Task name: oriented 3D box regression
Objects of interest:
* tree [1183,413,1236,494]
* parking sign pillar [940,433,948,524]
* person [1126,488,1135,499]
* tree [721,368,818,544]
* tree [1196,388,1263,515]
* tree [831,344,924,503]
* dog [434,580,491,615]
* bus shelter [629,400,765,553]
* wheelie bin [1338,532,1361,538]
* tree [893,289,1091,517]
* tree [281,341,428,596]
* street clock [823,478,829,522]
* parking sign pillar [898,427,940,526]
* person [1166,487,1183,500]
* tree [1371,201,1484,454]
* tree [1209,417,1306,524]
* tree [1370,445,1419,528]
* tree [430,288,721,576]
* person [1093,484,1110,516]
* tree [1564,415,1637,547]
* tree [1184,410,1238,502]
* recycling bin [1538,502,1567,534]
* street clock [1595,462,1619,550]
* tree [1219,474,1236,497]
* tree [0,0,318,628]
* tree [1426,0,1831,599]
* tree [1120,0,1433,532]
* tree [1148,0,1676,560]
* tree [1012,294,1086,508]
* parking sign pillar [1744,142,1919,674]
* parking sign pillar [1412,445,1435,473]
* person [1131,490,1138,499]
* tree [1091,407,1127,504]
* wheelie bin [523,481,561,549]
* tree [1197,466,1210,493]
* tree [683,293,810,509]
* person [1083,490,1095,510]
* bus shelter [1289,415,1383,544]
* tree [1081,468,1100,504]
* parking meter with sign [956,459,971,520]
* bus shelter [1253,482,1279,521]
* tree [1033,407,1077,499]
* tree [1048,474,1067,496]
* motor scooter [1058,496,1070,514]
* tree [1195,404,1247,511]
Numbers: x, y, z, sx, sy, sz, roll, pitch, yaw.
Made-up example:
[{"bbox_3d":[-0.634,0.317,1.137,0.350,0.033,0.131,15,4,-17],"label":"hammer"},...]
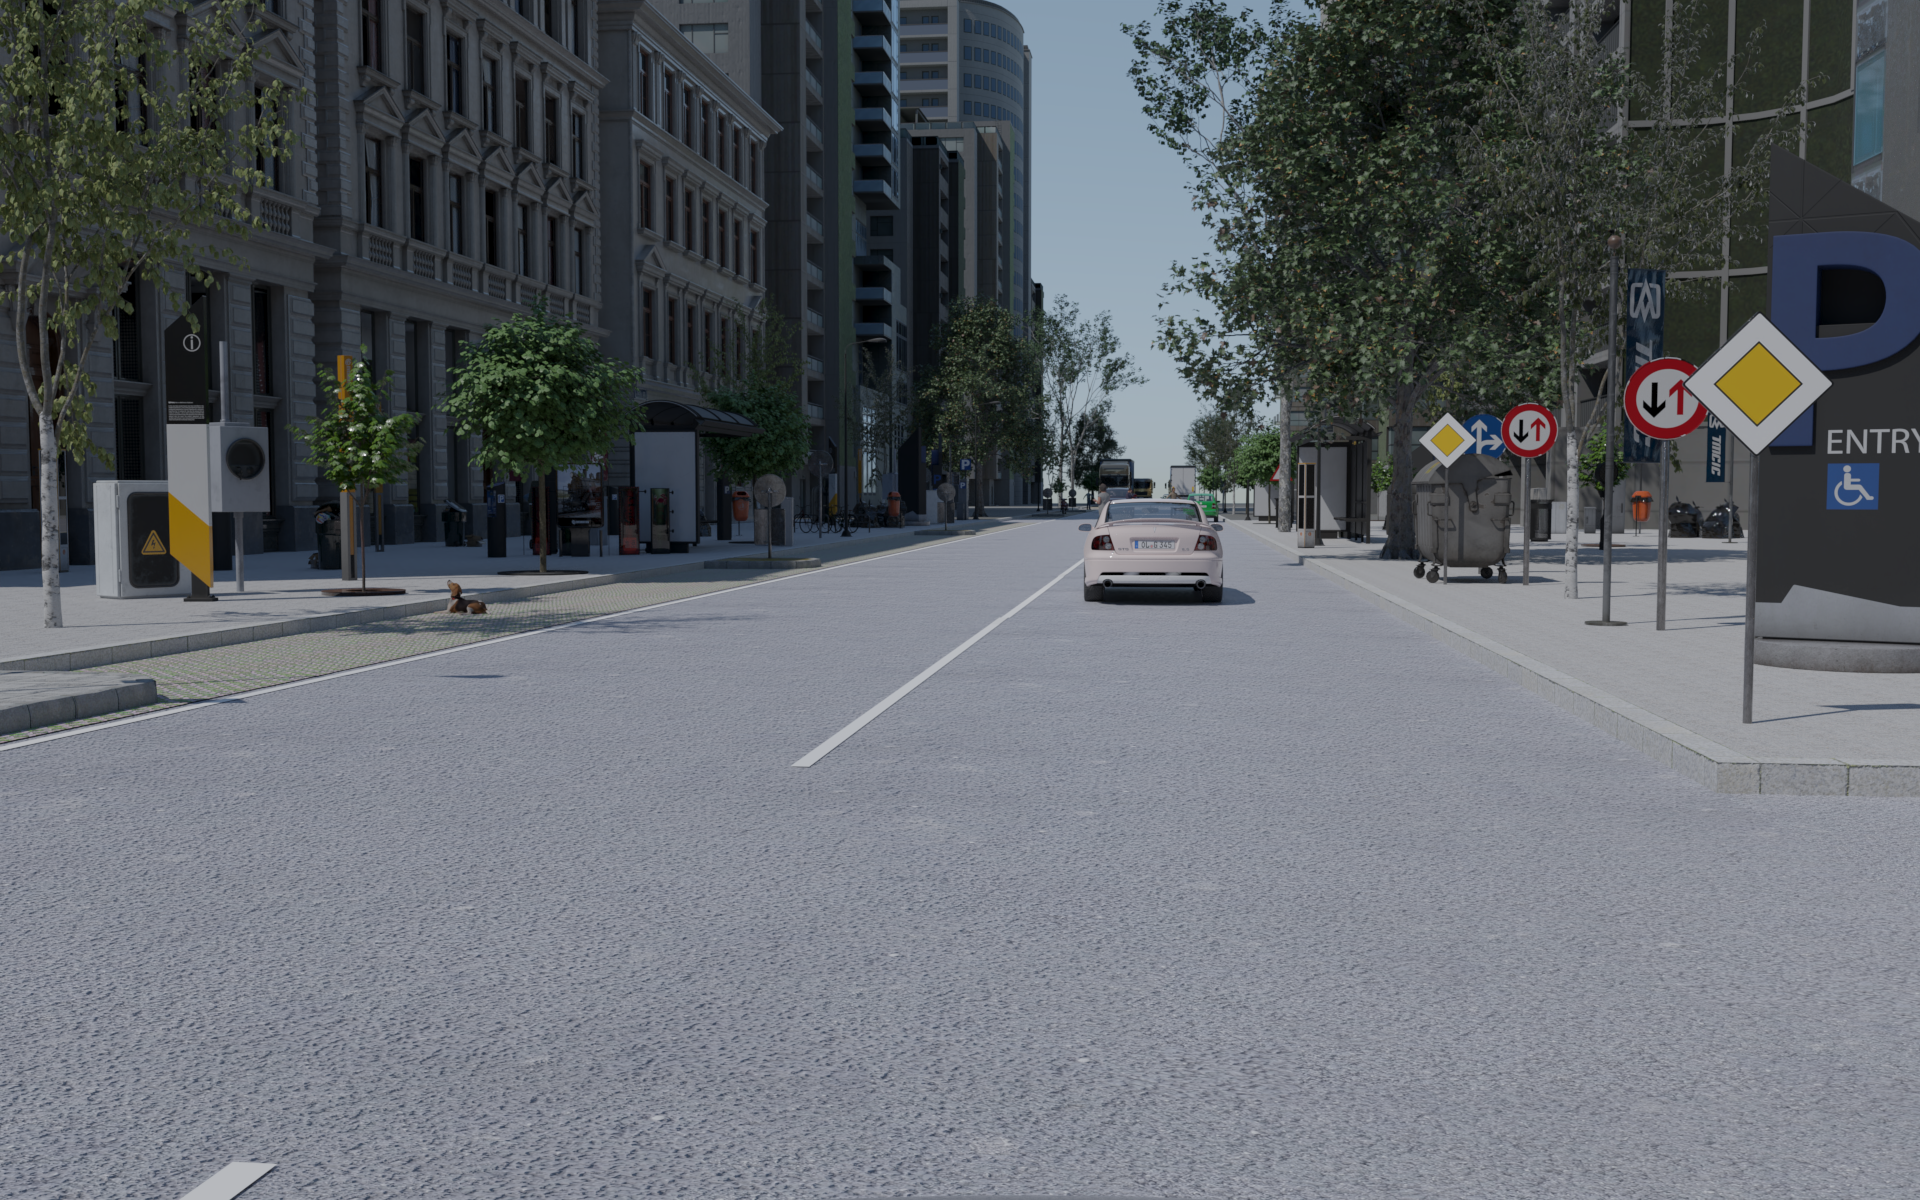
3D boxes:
[{"bbox_3d":[31.378,-17.750,215.974,9.928,11.665,9.643,0,3,0],"label":"tree"},{"bbox_3d":[-1.001,-5.347,75.887,1.447,3.967,1.447,0,4,-1],"label":"parking sign pillar"},{"bbox_3d":[9.498,-5.325,96.016,0.568,1.767,0.683,1,4,21],"label":"person"},{"bbox_3d":[-5.372,-3.771,45.371,4.285,4.588,4.351,0,3,0],"label":"tree"},{"bbox_3d":[16.609,-9.538,106.308,4.360,8.622,3.978,0,3,0],"label":"tree"},{"bbox_3d":[-3.986,-8.211,84.606,4.360,8.622,3.978,0,3,0],"label":"tree"},{"bbox_3d":[-5.899,-0.022,20.561,0.550,0.427,0.748,-2,4,-33],"label":"dog"},{"bbox_3d":[-6.106,-2.814,39.938,2.014,3.302,5.546,0,4,7],"label":"bus shelter"},{"bbox_3d":[11.442,-2.620,50.749,0.693,1.594,0.980,-2,4,-26],"label":"wheelie bin"},{"bbox_3d":[0.983,-11.009,97.007,9.611,12.733,9.660,0,3,0],"label":"tree"},{"bbox_3d":[-7.556,-1.676,22.009,1.663,3.219,1.824,0,3,0],"label":"tree"},{"bbox_3d":[-5.988,-4.472,77.689,0.358,2.002,0.471,-1,4,-19],"label":"street clock"},{"bbox_3d":[-1.942,-4.997,70.173,1.447,3.967,1.447,-3,5,-42],"label":"parking sign pillar"},{"bbox_3d":[12.618,-5.729,102.179,1.348,1.823,0.705,-1,4,-21],"label":"person"},{"bbox_3d":[11.800,-5.592,41.797,4.737,8.622,4.395,0,3,0],"label":"tree"},{"bbox_3d":[13.355,-5.530,74.128,4.285,4.588,4.351,0,3,0],"label":"tree"},{"bbox_3d":[16.595,-4.379,66.195,1.663,3.219,1.824,0,3,0],"label":"tree"},{"bbox_3d":[-6.798,-2.695,27.784,4.285,4.588,4.351,0,3,0],"label":"tree"},{"bbox_3d":[4.882,-3.052,58.760,0.716,1.782,0.532,-2,4,-35],"label":"person"},{"bbox_3d":[15.564,-2.911,42.201,1.663,3.219,1.824,0,3,0],"label":"tree"},{"bbox_3d":[28.191,-15.770,192.251,7.601,10.594,8.767,-1,4,-20],"label":"tree"},{"bbox_3d":[19.190,-2.662,56.081,0.722,1.027,0.722,0,4,3],"label":"recycling bin"},{"bbox_3d":[14.775,-2.144,39.625,0.471,2.002,0.358,0,4,-6],"label":"street clock"},{"bbox_3d":[22.365,-9.295,146.575,1.663,3.219,1.824,0,3,0],"label":"tree"},{"bbox_3d":[-8.521,-4.046,16.521,4.737,8.622,4.395,0,3,0],"label":"tree"},{"bbox_3d":[7.644,-4.308,20.794,4.360,8.622,3.978,0,3,0],"label":"tree"},{"bbox_3d":[11.919,-12.275,56.579,12.611,20.169,13.585,0,3,0],"label":"tree"},{"bbox_3d":[8.726,-7.145,33.830,9.611,12.733,9.660,0,3,0],"label":"tree"},{"bbox_3d":[10.327,-18.697,161.590,12.611,20.169,13.585,0,3,0],"label":"tree"},{"bbox_3d":[6.713,-1.498,12.965,1.447,3.967,1.447,2,4,32],"label":"parking sign pillar"},{"bbox_3d":[21.679,-5.685,81.422,1.447,3.967,1.447,3,5,40],"label":"parking sign pillar"},{"bbox_3d":[11.112,-6.292,112.305,0.756,1.711,0.436,2,4,25],"label":"person"},{"bbox_3d":[17.473,-19.031,228.160,9.611,12.733,9.660,0,3,0],"label":"tree"},{"bbox_3d":[-9.686,-1.986,40.383,0.980,1.594,0.693,0,4,3],"label":"wheelie bin"},{"bbox_3d":[18.415,-7.768,110.722,4.285,4.588,4.351,0,3,0],"label":"tree"},{"bbox_3d":[-7.572,-6.877,62.796,4.737,8.622,4.395,0,3,0],"label":"tree"},{"bbox_3d":[11.827,-9.196,158.936,1.350,1.814,0.705,3,4,37],"label":"person"},{"bbox_3d":[10.102,-3.246,47.003,2.014,3.302,5.546,0,4,7],"label":"bus shelter"},{"bbox_3d":[18.932,-15.449,236.307,4.285,4.588,4.351,0,3,0],"label":"tree"},{"bbox_3d":[0.155,-5.453,85.417,0.543,3.016,1.738,1,4,9],"label":"parking meter with sign"},{"bbox_3d":[14.361,-5.225,79.345,2.014,3.302,5.546,0,4,7],"label":"bus shelter"},{"bbox_3d":[7.573,-11.767,142.760,4.737,8.622,4.395,0,3,0],"label":"tree"},{"bbox_3d":[8.763,-9.766,154.281,1.663,3.219,1.824,0,3,0],"label":"tree"},{"bbox_3d":[7.392,-6.725,122.733,0.815,1.314,1.986,1,4,9],"label":"motor scooter"},{"bbox_3d":[20.396,-11.168,132.964,4.737,8.622,4.395,0,3,0],"label":"tree"}]
